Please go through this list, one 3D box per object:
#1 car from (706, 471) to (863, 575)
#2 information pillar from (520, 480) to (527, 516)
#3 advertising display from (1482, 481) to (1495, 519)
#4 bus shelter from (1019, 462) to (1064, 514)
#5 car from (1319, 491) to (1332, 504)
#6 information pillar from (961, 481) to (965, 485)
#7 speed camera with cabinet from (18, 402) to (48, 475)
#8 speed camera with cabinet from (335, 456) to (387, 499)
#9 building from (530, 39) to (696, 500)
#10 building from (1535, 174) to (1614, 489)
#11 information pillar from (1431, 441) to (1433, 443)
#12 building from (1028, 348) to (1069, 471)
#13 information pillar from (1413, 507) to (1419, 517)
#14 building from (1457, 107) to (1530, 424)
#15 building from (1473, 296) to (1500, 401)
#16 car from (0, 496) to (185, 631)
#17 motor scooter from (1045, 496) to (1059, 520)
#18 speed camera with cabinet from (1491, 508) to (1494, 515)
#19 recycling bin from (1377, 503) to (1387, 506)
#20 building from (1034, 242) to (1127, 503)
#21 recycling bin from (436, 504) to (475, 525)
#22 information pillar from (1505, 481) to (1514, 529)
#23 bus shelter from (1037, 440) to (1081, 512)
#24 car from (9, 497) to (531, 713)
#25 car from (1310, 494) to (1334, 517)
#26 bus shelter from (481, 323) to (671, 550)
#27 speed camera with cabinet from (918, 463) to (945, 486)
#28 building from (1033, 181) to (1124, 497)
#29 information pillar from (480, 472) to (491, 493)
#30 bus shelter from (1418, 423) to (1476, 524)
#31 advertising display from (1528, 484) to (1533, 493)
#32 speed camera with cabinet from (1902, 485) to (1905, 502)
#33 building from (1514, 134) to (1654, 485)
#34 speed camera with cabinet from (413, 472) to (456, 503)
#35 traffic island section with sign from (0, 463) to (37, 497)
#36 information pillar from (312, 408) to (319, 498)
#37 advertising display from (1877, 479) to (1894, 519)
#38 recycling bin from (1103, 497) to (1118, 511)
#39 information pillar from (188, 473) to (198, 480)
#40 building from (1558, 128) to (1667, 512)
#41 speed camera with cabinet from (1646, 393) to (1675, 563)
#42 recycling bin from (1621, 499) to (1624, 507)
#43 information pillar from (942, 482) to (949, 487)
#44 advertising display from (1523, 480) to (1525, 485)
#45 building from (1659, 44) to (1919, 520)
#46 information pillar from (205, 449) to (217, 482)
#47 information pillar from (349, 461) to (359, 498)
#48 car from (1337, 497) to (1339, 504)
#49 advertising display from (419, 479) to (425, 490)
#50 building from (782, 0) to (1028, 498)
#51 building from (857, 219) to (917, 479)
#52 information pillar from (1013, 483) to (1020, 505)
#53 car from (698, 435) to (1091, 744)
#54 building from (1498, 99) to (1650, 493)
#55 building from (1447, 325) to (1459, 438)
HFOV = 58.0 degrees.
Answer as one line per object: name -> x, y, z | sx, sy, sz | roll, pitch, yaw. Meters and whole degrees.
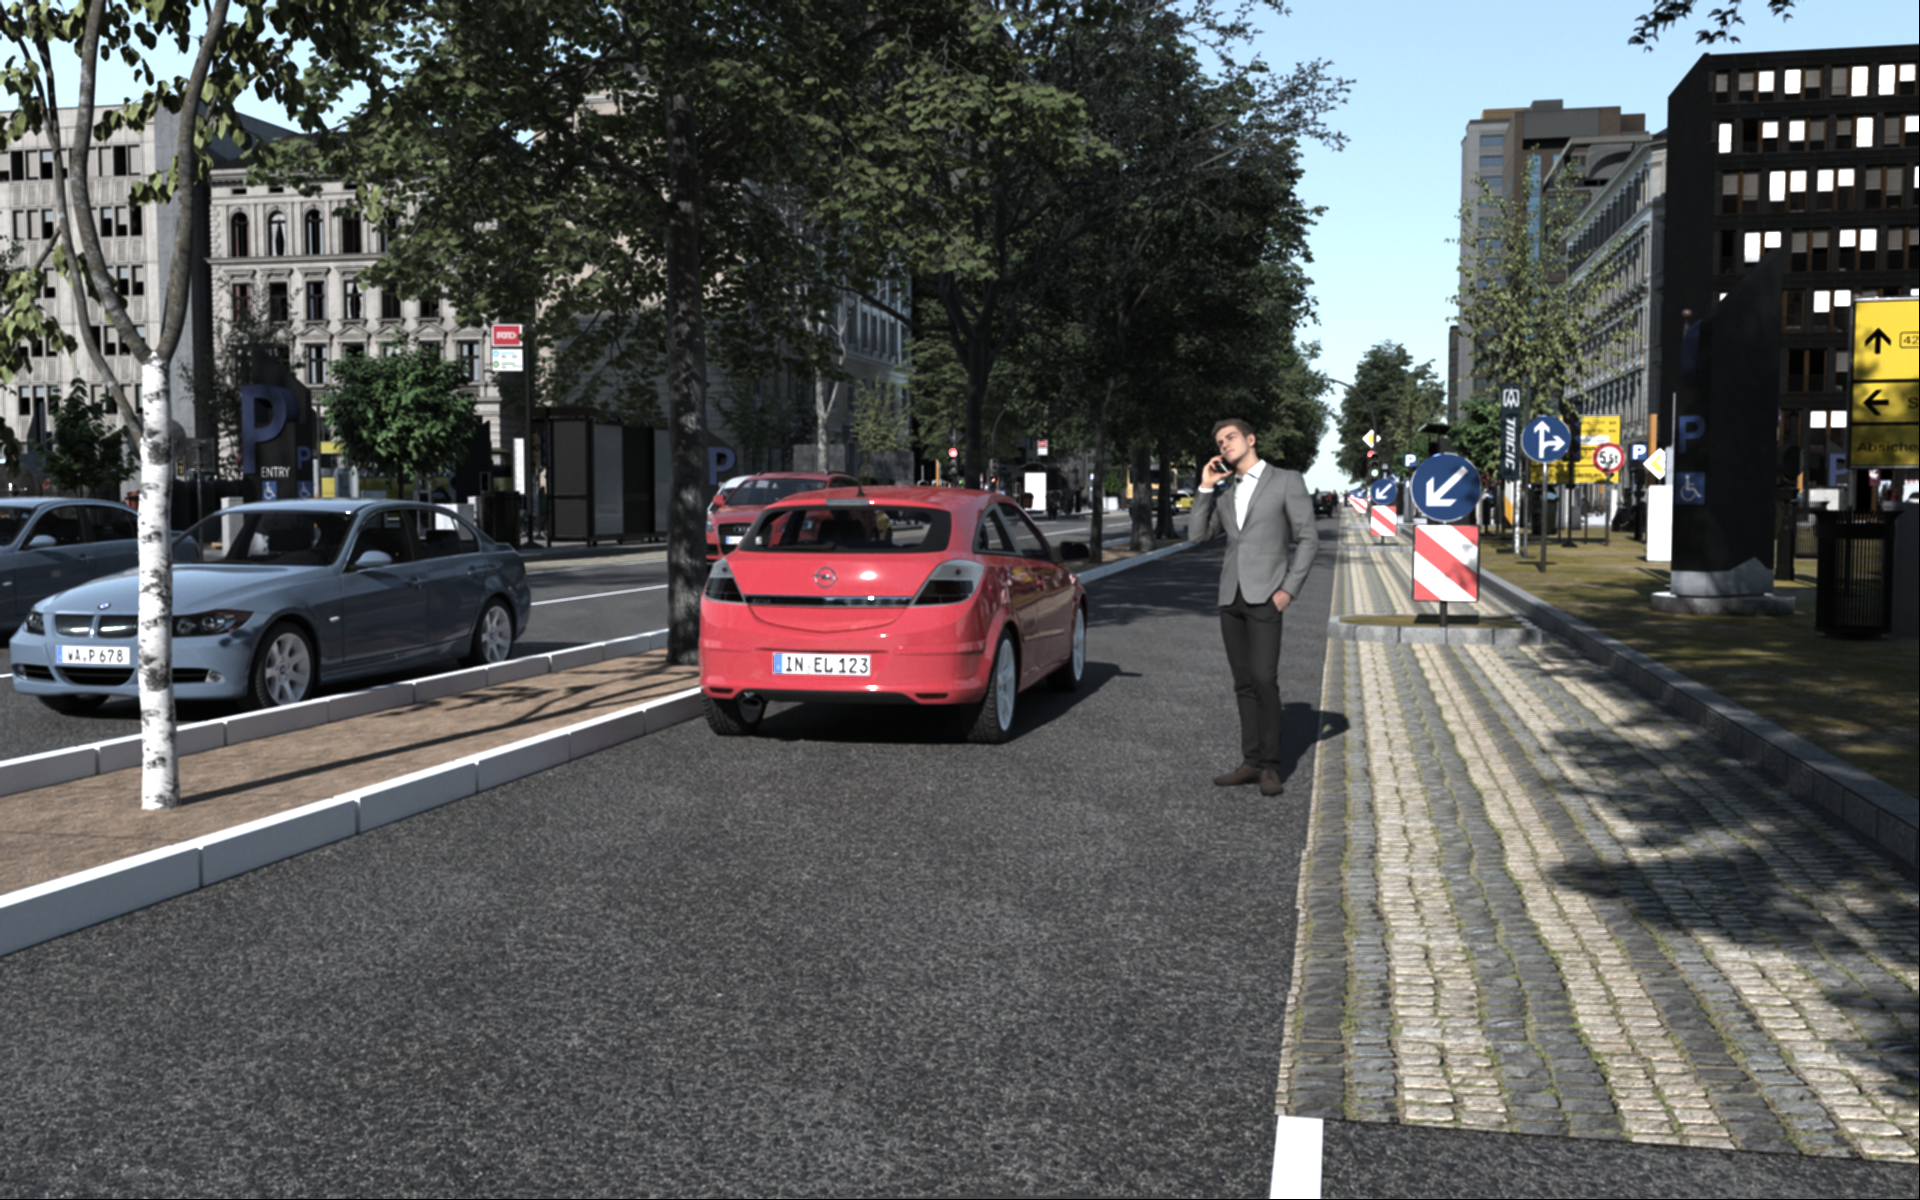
car -> -2.743, -1.210, 28.451 | 2.281, 1.827, 5.304 | 1, 4, 11
information pillar -> -22.996, -5.302, 91.178 | 0.304, 2.012, 0.304 | 3, 5, 40
advertising display -> 26.886, -5.080, 88.271 | 0.123, 1.923, 0.974 | -2, 4, -27
bus shelter -> 5.272, -7.217, 111.924 | 2.014, 3.302, 5.546 | 1, 4, 13
car -> 45.297, -12.600, 214.678 | 2.281, 1.827, 5.304 | 1, 4, 12
information pillar -> 0.257, -5.751, 98.523 | 0.304, 2.012, 0.304 | -2, 4, -30
speed camera with cabinet -> -20.068, -2.672, 38.031 | 0.660, 3.252, 2.038 | -1, 4, -11
speed camera with cabinet -> -25.715, -4.894, 74.355 | 2.038, 3.252, 0.660 | -2, 4, -34
building -> -15.896, -19.604, 106.426 | 13.634, 28.700, 20.117 | 1, 4, 12
building -> 60.647, -23.765, 160.258 | 14.160, 30.474, 14.107 | 1, 4, 12
information pillar -> 20.974, -5.235, 76.946 | 0.183, 3.616, 0.504 | 2, 4, 28
building -> -3.646, -21.355, 194.197 | 27.650, 21.520, 28.899 | 1, 4, 12
information pillar -> 26.130, -6.574, 98.833 | 0.183, 3.616, 0.504 | 2, 4, 32
building -> 88.614, -44.516, 269.842 | 21.231, 58.520, 28.212 | 1, 4, 12
building -> 81.287, -29.281, 250.438 | 14.160, 30.474, 14.107 | 1, 4, 12
car -> -9.514, -0.322, 17.273 | 2.014, 1.417, 4.499 | 1, 4, 12
motor scooter -> 5.148, -5.107, 96.273 | 0.815, 1.314, 1.986 | 1, 4, 12
speed camera with cabinet -> 30.076, -6.352, 98.185 | 2.038, 3.252, 0.660 | 0, 4, -6
recycling bin -> 35.500, -8.136, 145.583 | 0.722, 1.027, 0.722 | -1, 4, -23
building -> 10.321, -35.110, 265.931 | 32.217, 40.220, 23.993 | 1, 4, 12
recycling bin -> -13.026, -1.965, 44.688 | 0.722, 1.027, 0.722 | 2, 4, 25
information pillar -> 20.117, -4.409, 63.440 | 0.183, 3.616, 0.504 | -1, 4, -19
bus shelter -> 7.359, -9.344, 130.413 | 2.179, 5.291, 8.768 | 1, 4, 13
car -> -4.800, -0.044, 12.722 | 2.014, 1.417, 4.499 | 1, 4, 13
car -> 22.256, -5.988, 107.693 | 2.009, 1.686, 4.222 | 1, 4, 11
bus shelter -> -9.379, -4.009, 43.175 | 2.179, 5.291, 8.768 | 1, 4, 12
speed camera with cabinet -> -1.865, -7.641, 119.271 | 2.038, 3.252, 0.660 | 1, 4, 12
building -> 17.901, -42.886, 290.421 | 28.713, 52.752, 27.495 | 1, 4, 12
information pillar -> -15.921, -3.283, 58.169 | 0.304, 2.012, 0.304 | 0, 4, -5
bus shelter -> 16.966, -4.224, 60.340 | 1.731, 3.624, 6.357 | 1, 4, 12
advertising display -> 35.830, -6.397, 109.799 | 0.974, 1.923, 0.123 | -1, 4, -11
speed camera with cabinet -> 14.642, -1.871, 24.926 | 0.660, 3.252, 2.038 | -1, 4, -21
building -> 73.477, -29.647, 176.603 | 32.217, 40.220, 23.993 | 1, 4, 12
speed camera with cabinet -> -20.650, -4.557, 68.843 | 2.038, 3.252, 0.660 | 0, 4, -7
traffic island section with sign -> -11.543, -0.713, 20.292 | 1.989, 1.847, 2.006 | 1, 4, 12
information pillar -> -15.401, -3.029, 40.871 | 0.183, 3.616, 0.504 | 3, 4, 38
advertising display -> 40.143, -4.276, 75.130 | 0.123, 1.923, 0.974 | 0, 4, -5
recycling bin -> 11.788, -7.450, 134.366 | 0.722, 1.027, 0.722 | -1, 4, -17
information pillar -> -26.339, -3.375, 59.674 | 0.304, 2.012, 0.304 | 2, 4, 34
building -> 53.568, -21.131, 121.913 | 17.030, 29.872, 44.131 | 1, 4, 12
speed camera with cabinet -> 13.712, -2.374, 33.155 | 0.660, 3.252, 2.038 | 2, 4, 34
recycling bin -> 38.106, -5.263, 98.601 | 0.722, 1.027, 0.722 | 3, 5, 40
information pillar -> -0.870, -6.026, 103.012 | 0.304, 2.012, 0.304 | -3, 4, -38
advertising display -> 25.380, -4.478, 78.432 | 0.123, 1.923, 0.974 | 2, 4, 30
building -> 45.874, -15.897, 89.595 | 15.834, 23.373, 12.332 | 1, 4, 12
information pillar -> -32.878, -5.179, 76.027 | 0.504, 3.616, 0.183 | -1, 4, -16
information pillar -> -17.482, -3.584, 49.951 | 0.183, 3.616, 0.504 | -3, 5, -42
car -> 56.338, -15.294, 261.852 | 2.131, 1.459, 4.920 | 1, 4, 14
advertising display -> -22.911, -4.184, 73.626 | 0.123, 1.923, 0.974 | -2, 4, -28
building -> -5.754, -33.292, 168.027 | 21.300, 48.544, 21.600 | 1, 4, 12
building -> -11.812, -20.821, 126.325 | 13.634, 28.700, 20.117 | 1, 4, 12
information pillar -> 3.627, -6.519, 111.075 | 0.304, 2.012, 0.304 | -3, 4, -39
car -> -0.269, -0.152, 11.534 | 2.155, 1.783, 4.494 | 1, 4, 13
building -> 69.218, -33.443, 196.908 | 14.600, 45.320, 14.200 | 1, 4, 12
building -> 89.578, -31.875, 292.851 | 14.160, 30.474, 14.107 | 1, 4, 12
